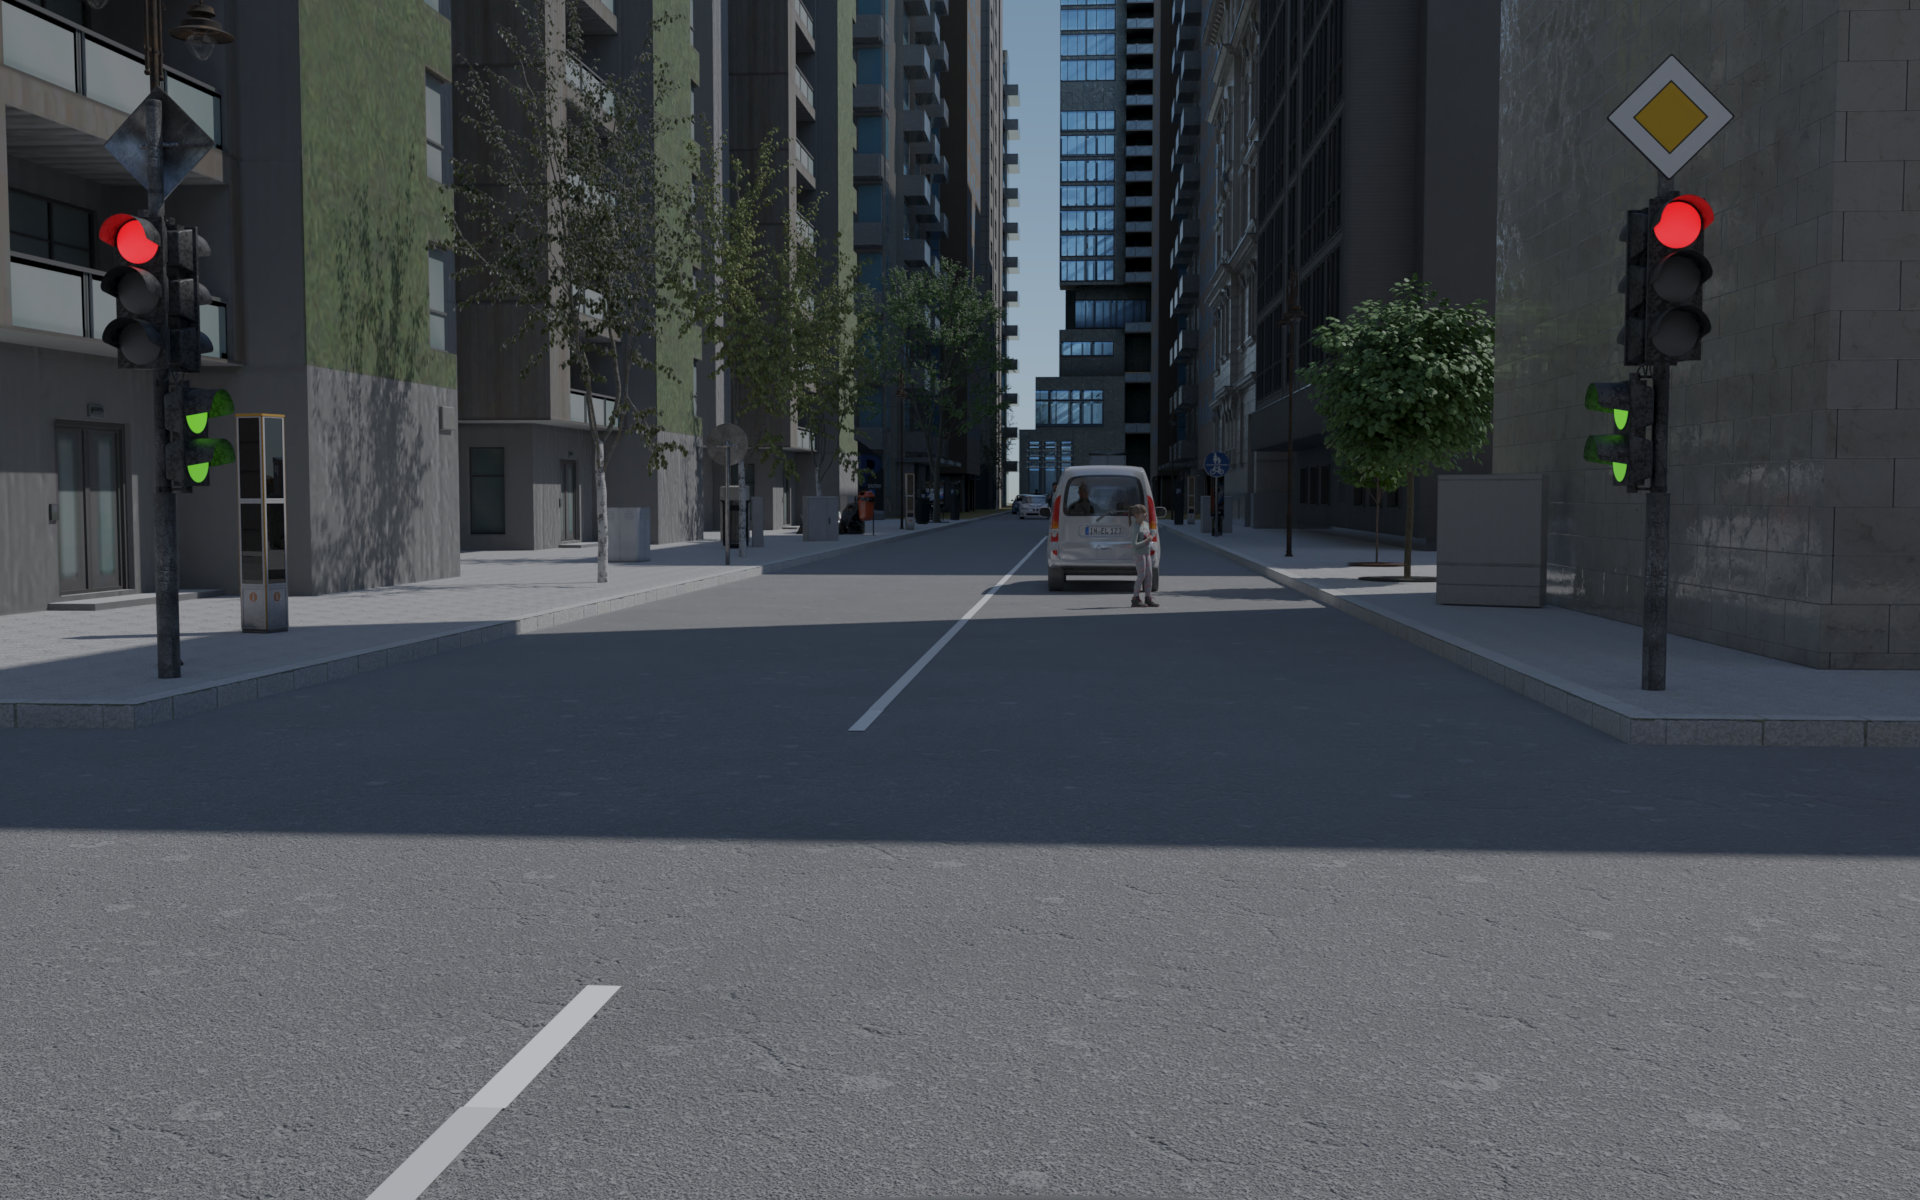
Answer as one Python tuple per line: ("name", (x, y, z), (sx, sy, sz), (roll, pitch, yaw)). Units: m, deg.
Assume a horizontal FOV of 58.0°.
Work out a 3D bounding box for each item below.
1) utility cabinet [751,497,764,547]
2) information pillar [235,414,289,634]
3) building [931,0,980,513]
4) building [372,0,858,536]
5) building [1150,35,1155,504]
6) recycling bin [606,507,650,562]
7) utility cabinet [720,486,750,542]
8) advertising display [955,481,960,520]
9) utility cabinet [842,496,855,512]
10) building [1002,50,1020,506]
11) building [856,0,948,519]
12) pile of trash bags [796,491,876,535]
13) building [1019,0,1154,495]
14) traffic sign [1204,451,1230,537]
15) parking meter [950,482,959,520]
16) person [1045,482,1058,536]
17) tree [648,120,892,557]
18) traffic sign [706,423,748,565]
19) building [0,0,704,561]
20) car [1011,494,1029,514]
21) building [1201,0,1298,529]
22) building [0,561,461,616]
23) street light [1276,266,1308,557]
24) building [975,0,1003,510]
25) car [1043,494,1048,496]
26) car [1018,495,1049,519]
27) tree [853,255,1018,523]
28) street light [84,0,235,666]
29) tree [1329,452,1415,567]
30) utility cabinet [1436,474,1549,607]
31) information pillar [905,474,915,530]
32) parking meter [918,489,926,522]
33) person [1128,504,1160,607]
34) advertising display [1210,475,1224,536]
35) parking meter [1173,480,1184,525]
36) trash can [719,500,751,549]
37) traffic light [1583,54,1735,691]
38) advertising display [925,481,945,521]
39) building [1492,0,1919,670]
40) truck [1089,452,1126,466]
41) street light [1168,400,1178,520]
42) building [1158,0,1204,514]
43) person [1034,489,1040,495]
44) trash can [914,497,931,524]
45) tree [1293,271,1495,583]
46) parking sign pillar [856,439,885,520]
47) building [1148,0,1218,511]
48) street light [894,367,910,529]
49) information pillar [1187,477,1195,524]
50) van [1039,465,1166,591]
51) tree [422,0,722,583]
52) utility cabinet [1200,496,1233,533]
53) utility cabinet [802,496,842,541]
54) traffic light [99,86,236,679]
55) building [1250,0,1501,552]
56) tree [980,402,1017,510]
("utility cabinet", (-4.931, -1.901, 42.239), (0.306, 1.237, 1.020), (0, 4, -7))
("information pillar", (-6.451, -0.705, 16.019), (0.304, 2.012, 0.304), (1, 4, 19))
("building", (-5.863, -29.045, 124.998), (14.600, 45.320, 14.200), (0, 4, 4))
("building", (-11.686, -23.221, 63.261), (14.154, 41.232, 14.086), (0, 4, 4))
("building", (23.935, -28.713, 153.048), (14.154, 41.232, 14.086), (0, 4, 4))
("recycling bin", (-6.323, -1.240, 32.836), (0.722, 1.027, 0.722), (1, 4, 9))
("utility cabinet", (-6.004, -2.289, 46.096), (0.318, 1.500, 1.173), (-2, 4, -34))
("advertising display", (-0.121, -4.942, 86.022), (0.123, 1.923, 0.974), (-1, 4, -10))
("utility cabinet", (-3.900, -3.003, 60.255), (0.306, 1.237, 1.020), (-1, 4, -19))
("building", (-8.904, -34.478, 183.325), (30.456, 49.044, 23.786), (0, 4, 4))
("building", (-12.403, -29.530, 102.425), (23.786, 49.044, 30.456), (0, 4, 4))
("pile of trash bags", (-3.708, -2.761, 54.901), (1.912, 1.369, 3.447), (-3, 4, -36))
("building", (22.147, -53.033, 179.765), (31.000, 86.520, 22.319), (0, 4, 4))
("traffic sign", (7.664, -3.156, 51.700), (0.768, 2.556, 0.104), (1, 4, 11))
("parking meter", (-0.269, -4.864, 85.245), (0.255, 1.863, 0.399), (-3, 5, -42))
("person", (3.183, -2.980, 57.213), (0.794, 1.824, 0.713), (2, 4, 32))
("tree", (-4.188, -5.168, 34.861), (4.737, 8.622, 4.395), (0, 3, 0))
("traffic sign", (-4.195, -1.901, 31.191), (0.768, 2.556, 0.104), (0, 4, 6))
("building", (-14.751, -21.883, 41.383), (14.154, 41.232, 14.086), (0, 4, 4))
("car", (4.664, -6.865, 124.245), (2.014, 1.417, 4.499), (0, 4, 4))
("building", (17.865, -17.516, 73.780), (14.401, 28.519, 23.554), (0, 4, 4))
("building", (-15.255, -20.533, 19.316), (14.154, 41.232, 14.086), (0, 4, 4))
("street light", (6.746, -3.826, 35.337), (0.468, 5.910, 1.993), (0, 4, 4))
("building", (-6.982, -43.589, 150.926), (20.611, 71.187, 20.563), (0, 4, 4))
("car", (7.099, -7.771, 136.849), (2.009, 1.686, 4.222), (0, 4, 6))
("car", (4.354, -5.336, 99.608), (2.083, 1.381, 4.827), (0, 4, 3))
("tree", (-1.168, -9.247, 76.938), (9.928, 11.665, 9.643), (0, 3, 0))
("street light", (-5.904, -2.446, 12.772), (0.468, 5.910, 1.993), (0, 4, 4))
("tree", (7.562, -2.218, 30.870), (1.663, 3.219, 1.824), (0, 3, 0))
("utility cabinet", (6.073, -0.678, 19.772), (1.173, 1.500, 0.318), (2, 4, 32))
("information pillar", (-1.800, -3.522, 62.075), (0.304, 2.012, 0.304), (-1, 4, -10))
("parking meter", (-1.750, -4.368, 79.833), (0.372, 1.533, 0.369), (0, 3, 0))
("person", (2.334, -0.560, 21.930), (0.394, 1.301, 0.425), (1, 4, 18))
("advertising display", (7.900, -2.933, 53.167), (0.123, 1.923, 0.974), (2, 4, 27))
("parking meter", (9.120, -4.070, 72.253), (0.399, 1.863, 0.255), (1, 4, 18))
("trash can", (-5.301, -1.789, 40.907), (0.748, 1.137, 0.748), (0, 3, 0))
("traffic light", (4.531, -1.366, 11.247), (0.839, 4.253, 0.868), (0, 4, 4))
("advertising display", (-1.207, -4.810, 83.858), (0.974, 1.923, 0.123), (1, 4, 21))
("building", (15.041, -9.897, 16.574), (16.860, 20.320, 10.420), (0, 4, 4))
("truck", (10.344, -8.082, 121.059), (2.839, 4.237, 11.283), (0, 4, 5))
("street light", (10.489, -6.888, 85.407), (0.468, 5.910, 1.993), (0, 4, 4))
("building", (25.729, -30.371, 116.174), (23.786, 49.044, 30.456), (0, 4, 4))
("person", (6.643, -8.725, 150.785), (1.348, 1.869, 0.705), (3, 4, 38))
("trash can", (-1.594, -3.794, 73.682), (0.748, 1.137, 0.748), (0, 3, 0))
("tree", (6.588, -2.565, 25.652), (4.285, 4.588, 4.351), (0, 3, 0))
("parking sign pillar", (-4.445, -5.943, 85.642), (1.447, 3.967, 1.447), (-2, 4, -24))
("building", (22.628, -29.893, 138.865), (14.600, 45.320, 14.200), (0, 4, 4))
("street light", (-2.131, -5.539, 63.358), (0.468, 5.910, 1.993), (0, 4, 4))
("information pillar", (9.783, -4.208, 73.296), (0.304, 2.012, 0.304), (0, 4, 4))
("van", (2.216, -1.216, 26.900), (2.013, 2.044, 4.112), (0, 4, 4))
("tree", (-5.243, -4.544, 24.657), (4.360, 8.622, 3.978), (0, 3, 0))
("utility cabinet", (8.470, -2.814, 57.166), (1.020, 1.237, 0.306), (-1, 4, -11))
("utility cabinet", (-3.794, -2.207, 47.248), (1.020, 1.237, 0.306), (-3, 5, -39))
("traffic light", (-5.504, -1.410, 11.974), (0.839, 4.253, 0.868), (0, 4, 4))
("building", (16.594, -15.643, 49.272), (14.314, 27.812, 24.014), (0, 4, 4))
("tree", (2.722, -11.366, 136.200), (4.360, 8.622, 3.978), (0, 3, 0))
